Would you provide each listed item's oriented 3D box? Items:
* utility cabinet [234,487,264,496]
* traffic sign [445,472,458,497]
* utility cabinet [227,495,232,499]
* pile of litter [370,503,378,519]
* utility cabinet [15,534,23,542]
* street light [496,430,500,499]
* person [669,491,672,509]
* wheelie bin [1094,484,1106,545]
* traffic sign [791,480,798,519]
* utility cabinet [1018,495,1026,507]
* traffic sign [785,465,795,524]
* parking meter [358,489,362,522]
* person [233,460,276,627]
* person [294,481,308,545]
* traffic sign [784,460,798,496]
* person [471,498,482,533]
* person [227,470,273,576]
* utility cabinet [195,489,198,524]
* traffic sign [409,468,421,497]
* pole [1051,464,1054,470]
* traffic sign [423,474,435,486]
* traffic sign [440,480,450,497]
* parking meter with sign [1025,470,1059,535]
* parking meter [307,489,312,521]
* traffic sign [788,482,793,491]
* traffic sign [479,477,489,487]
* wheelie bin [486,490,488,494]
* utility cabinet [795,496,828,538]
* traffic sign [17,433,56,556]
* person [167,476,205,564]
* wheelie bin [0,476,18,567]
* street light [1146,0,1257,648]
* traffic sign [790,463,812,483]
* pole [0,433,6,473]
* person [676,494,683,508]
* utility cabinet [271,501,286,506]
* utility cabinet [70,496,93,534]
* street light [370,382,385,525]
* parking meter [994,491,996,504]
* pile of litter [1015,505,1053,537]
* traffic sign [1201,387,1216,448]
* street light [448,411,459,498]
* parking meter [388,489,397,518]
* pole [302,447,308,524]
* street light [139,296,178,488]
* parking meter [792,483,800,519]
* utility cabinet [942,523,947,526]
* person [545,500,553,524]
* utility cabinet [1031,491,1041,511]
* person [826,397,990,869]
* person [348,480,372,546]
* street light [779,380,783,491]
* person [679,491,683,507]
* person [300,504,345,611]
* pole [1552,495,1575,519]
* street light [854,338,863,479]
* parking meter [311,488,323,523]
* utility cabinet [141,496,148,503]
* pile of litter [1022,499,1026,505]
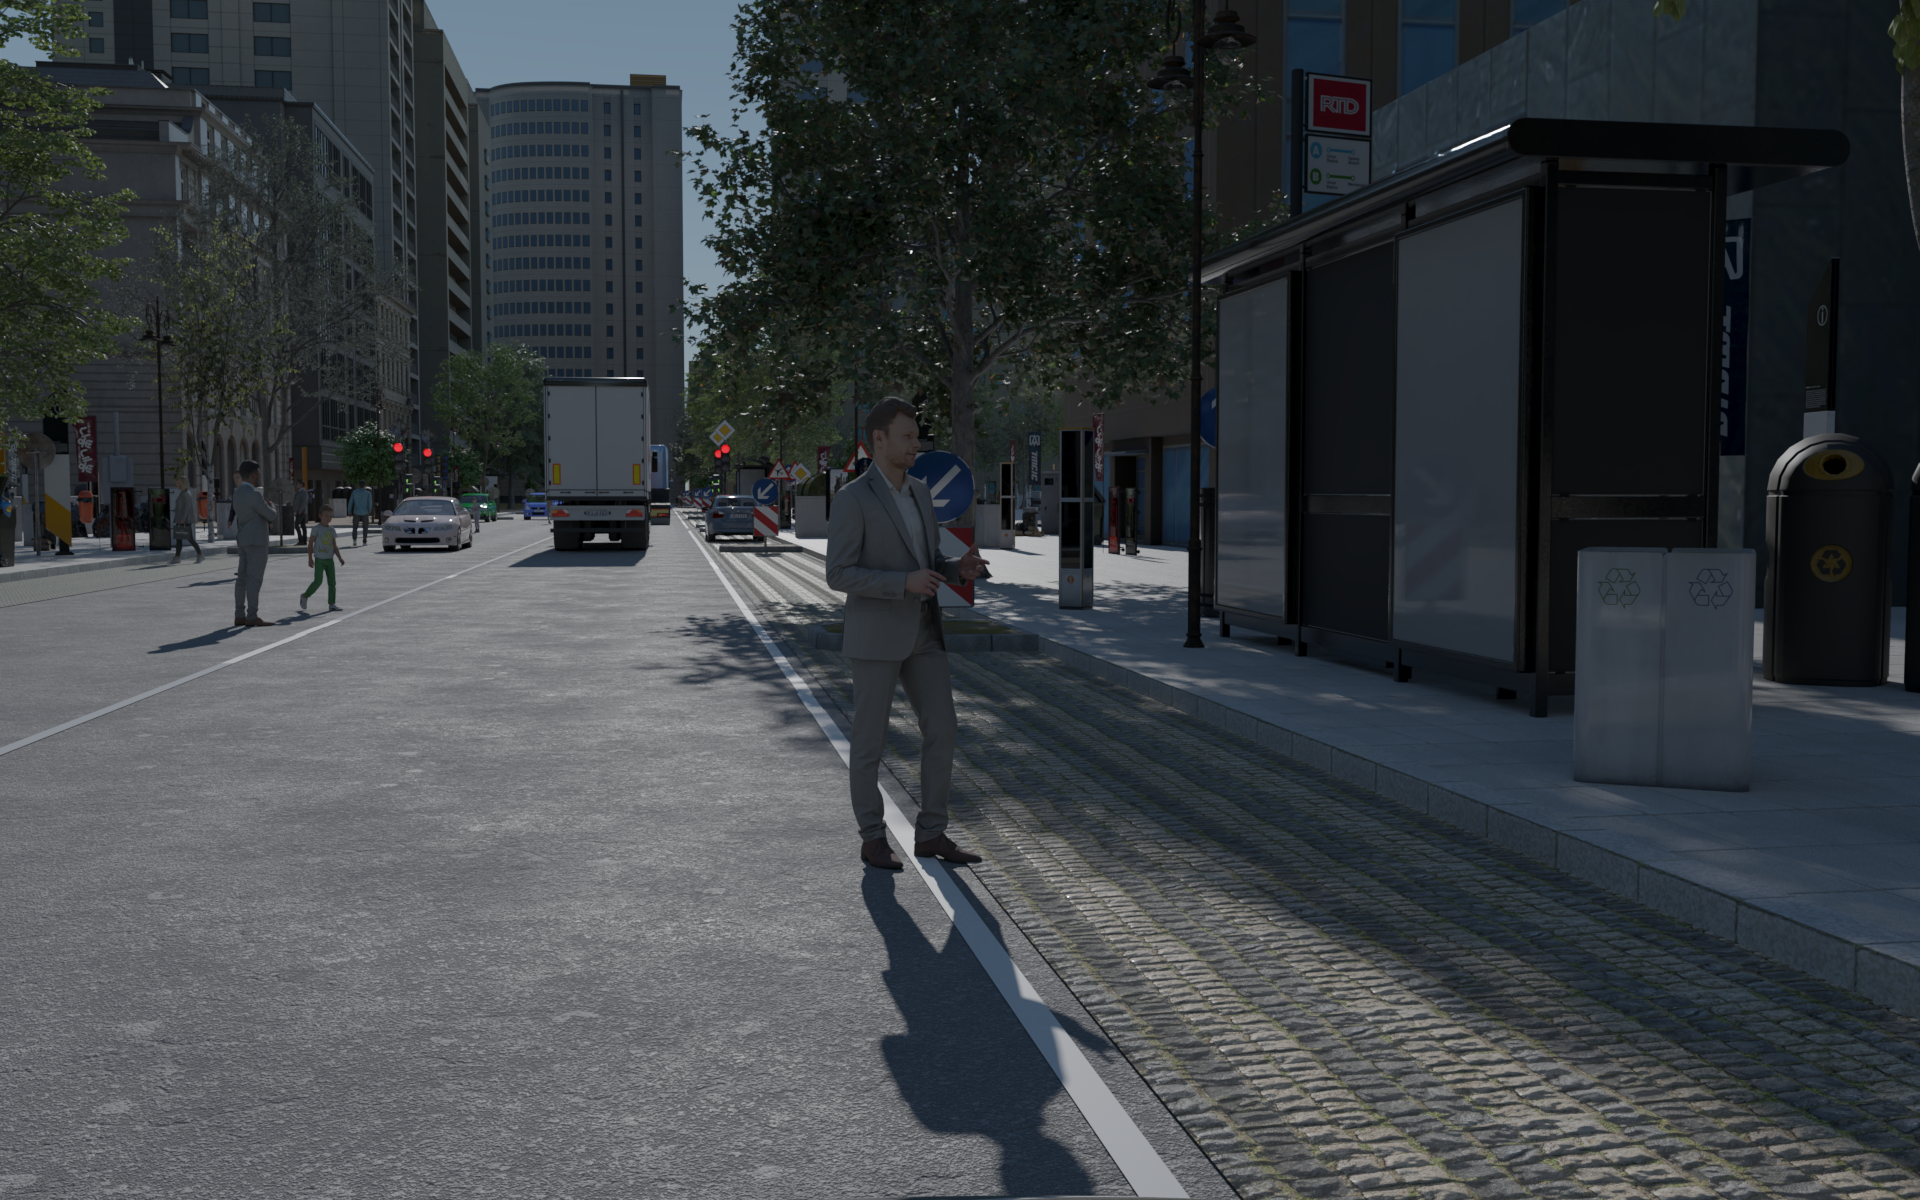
[{"bbox_3d":[-23.456,-2.966,57.176,0.318,1.500,1.173,1,4,13],"label":"utility cabinet"},{"bbox_3d":[-29.948,-6.229,101.951,0.768,2.556,0.104,0,4,-4],"label":"traffic sign"},{"bbox_3d":[-34.261,-4.347,82.228,0.306,1.237,1.020,2,4,27],"label":"utility cabinet"},{"bbox_3d":[-29.617,-4.582,88.880,1.176,0.858,1.719,-2,4,-30],"label":"pile of litter"},{"bbox_3d":[-25.807,-2.166,46.569,1.020,1.237,0.306,-2,4,-29],"label":"utility cabinet"},{"bbox_3d":[-32.645,-9.146,122.328,0.468,5.910,1.993,-1,4,-10],"label":"street light"},{"bbox_3d":[-28.579,-9.861,170.518,0.721,1.735,1.217,-1,4,-22],"label":"person"},{"bbox_3d":[3.324,-2.193,43.771,0.693,1.594,0.980,1,4,9],"label":"wheelie bin"},{"bbox_3d":[-8.684,-5.354,89.661,0.606,2.300,0.079,0,3,0],"label":"traffic sign"},{"bbox_3d":[5.519,-8.502,150.175,1.020,1.237,0.306,0,4,6],"label":"utility cabinet"},{"bbox_3d":[-7.332,-4.574,74.892,0.768,2.556,0.104,0,4,-3],"label":"traffic sign"},{"bbox_3d":[-30.147,-4.810,87.055,0.372,1.533,0.369,0,3,0],"label":"parking meter"},{"bbox_3d":[-7.657,-0.623,18.871,0.511,1.800,0.466,2,4,29],"label":"person"},{"bbox_3d":[-18.399,-2.423,48.295,0.473,1.802,0.592,0,4,-5],"label":"person"},{"bbox_3d":[-6.353,-4.092,66.909,0.884,2.594,0.081,0,4,-1],"label":"traffic sign"},{"bbox_3d":[-17.970,-3.155,64.360,0.425,1.301,0.394,0,4,-2],"label":"person"},{"bbox_3d":[-12.325,-1.317,29.812,0.659,1.850,0.755,1,4,19],"label":"person"},{"bbox_3d":[-33.265,-3.998,74.044,1.173,1.500,0.318,-2,4,-33],"label":"utility cabinet"},{"bbox_3d":[-27.005,-5.230,85.615,0.768,2.556,0.104,0,4,-4],"label":"traffic sign"},{"bbox_3d":[6.313,-7.581,117.784,0.158,3.312,0.155,0,3,0],"label":"pole"},{"bbox_3d":[-26.943,-5.246,87.897,0.606,2.300,0.079,0,4,0],"label":"traffic sign"},{"bbox_3d":[-30.484,-6.149,102.671,0.606,2.300,0.079,-1,4,-8],"label":"traffic sign"},{"bbox_3d":[2.925,-3.580,54.789,1.738,3.016,0.543,1,4,16],"label":"parking meter with sign"},{"bbox_3d":[-30.639,-4.488,81.795,0.372,1.533,0.369,0,3,0],"label":"parking meter"},{"bbox_3d":[-8.670,-5.336,87.345,0.768,2.556,0.104,0,4,-7],"label":"traffic sign"},{"bbox_3d":[-34.729,-7.721,126.338,0.768,2.556,0.104,-1,4,-9],"label":"traffic sign"},{"bbox_3d":[-34.767,-7.362,128.281,0.980,1.594,0.693,0,4,7],"label":"wheelie bin"},{"bbox_3d":[-4.370,-2.453,51.265,1.020,1.237,0.306,0,4,-4],"label":"utility cabinet"},{"bbox_3d":[-19.139,-2.189,35.901,0.768,2.556,0.104,0,4,-5],"label":"traffic sign"},{"bbox_3d":[-15.869,-1.640,35.496,0.728,1.800,0.709,-2,4,-32],"label":"person"},{"bbox_3d":[-17.057,-1.379,30.450,0.980,1.594,0.693,0,4,2],"label":"wheelie bin"},{"bbox_3d":[1.960,-2.541,14.331,0.468,5.910,1.993,-1,4,-10],"label":"street light"},{"bbox_3d":[-5.866,-3.832,63.842,0.795,2.450,0.064,0,4,-6],"label":"traffic sign"},{"bbox_3d":[-31.743,-3.890,57.452,0.158,3.312,0.155,0,3,0],"label":"pole"},{"bbox_3d":[-28.534,-10.058,176.139,0.628,1.438,0.799,2,4,30],"label":"person"},{"bbox_3d":[-23.749,-2.965,59.633,1.020,1.237,0.306,0,3,0],"label":"utility cabinet"},{"bbox_3d":[-28.230,-2.695,55.226,1.020,1.237,0.306,-3,5,-43],"label":"utility cabinet"},{"bbox_3d":[-23.959,-6.028,71.347,0.468,5.910,1.993,-1,4,-10],"label":"street light"},{"bbox_3d":[2.330,-6.075,107.744,0.372,1.533,0.369,0,3,0],"label":"parking meter"},{"bbox_3d":[2.016,-2.367,52.670,1.719,0.858,1.176,3,5,45],"label":"pile of litter"},{"bbox_3d":[3.111,-1.232,20.255,0.768,2.556,0.104,0,4,0],"label":"traffic sign"},{"bbox_3d":[-28.320,-7.597,96.991,0.468,5.910,1.993,-1,4,-10],"label":"street light"},{"bbox_3d":[-25.664,-4.274,78.287,0.372,1.533,0.369,0,3,0],"label":"parking meter"},{"bbox_3d":[-28.425,-4.973,75.160,0.158,3.312,0.155,0,3,0],"label":"pole"},{"bbox_3d":[-18.709,-4.144,40.549,0.468,5.910,1.993,-1,4,-10],"label":"street light"},{"bbox_3d":[-8.312,-5.021,87.803,0.255,1.863,0.399,2,4,26],"label":"parking meter"},{"bbox_3d":[-0.371,-2.013,41.590,0.318,1.500,1.173,3,5,43],"label":"utility cabinet"},{"bbox_3d":[-19.502,-4.510,82.573,0.599,1.781,0.374,3,5,39],"label":"person"},{"bbox_3d":[5.781,-7.557,132.235,0.318,1.500,1.173,-3,5,-42],"label":"utility cabinet"},{"bbox_3d":[-0.188,0.126,6.632,0.583,1.804,0.606,2,4,35],"label":"person"},{"bbox_3d":[-16.584,-2.406,47.855,0.660,1.820,0.620,-1,4,-12],"label":"person"},{"bbox_3d":[-6.718,-5.643,65.053,0.468,5.910,1.993,-1,4,-10],"label":"street light"},{"bbox_3d":[-28.713,-10.339,178.093,0.434,1.755,0.990,0,4,5],"label":"person"},{"bbox_3d":[-7.843,-0.521,21.271,0.590,1.304,0.306,1,4,19],"label":"person"},{"bbox_3d":[5.451,-1.333,15.644,0.158,3.312,0.155,0,3,0],"label":"pole"},{"bbox_3d":[-2.380,-4.094,39.719,0.468,5.910,1.993,-1,4,-10],"label":"street light"},{"bbox_3d":[-28.881,-4.256,78.003,0.372,1.533,0.369,0,3,0],"label":"parking meter"},{"bbox_3d":[-34.753,-3.862,74.301,1.020,1.237,0.306,3,4,39],"label":"utility cabinet"},{"bbox_3d":[5.276,-8.113,146.606,1.176,0.858,1.719,-1,4,-17],"label":"pile of litter"}]
